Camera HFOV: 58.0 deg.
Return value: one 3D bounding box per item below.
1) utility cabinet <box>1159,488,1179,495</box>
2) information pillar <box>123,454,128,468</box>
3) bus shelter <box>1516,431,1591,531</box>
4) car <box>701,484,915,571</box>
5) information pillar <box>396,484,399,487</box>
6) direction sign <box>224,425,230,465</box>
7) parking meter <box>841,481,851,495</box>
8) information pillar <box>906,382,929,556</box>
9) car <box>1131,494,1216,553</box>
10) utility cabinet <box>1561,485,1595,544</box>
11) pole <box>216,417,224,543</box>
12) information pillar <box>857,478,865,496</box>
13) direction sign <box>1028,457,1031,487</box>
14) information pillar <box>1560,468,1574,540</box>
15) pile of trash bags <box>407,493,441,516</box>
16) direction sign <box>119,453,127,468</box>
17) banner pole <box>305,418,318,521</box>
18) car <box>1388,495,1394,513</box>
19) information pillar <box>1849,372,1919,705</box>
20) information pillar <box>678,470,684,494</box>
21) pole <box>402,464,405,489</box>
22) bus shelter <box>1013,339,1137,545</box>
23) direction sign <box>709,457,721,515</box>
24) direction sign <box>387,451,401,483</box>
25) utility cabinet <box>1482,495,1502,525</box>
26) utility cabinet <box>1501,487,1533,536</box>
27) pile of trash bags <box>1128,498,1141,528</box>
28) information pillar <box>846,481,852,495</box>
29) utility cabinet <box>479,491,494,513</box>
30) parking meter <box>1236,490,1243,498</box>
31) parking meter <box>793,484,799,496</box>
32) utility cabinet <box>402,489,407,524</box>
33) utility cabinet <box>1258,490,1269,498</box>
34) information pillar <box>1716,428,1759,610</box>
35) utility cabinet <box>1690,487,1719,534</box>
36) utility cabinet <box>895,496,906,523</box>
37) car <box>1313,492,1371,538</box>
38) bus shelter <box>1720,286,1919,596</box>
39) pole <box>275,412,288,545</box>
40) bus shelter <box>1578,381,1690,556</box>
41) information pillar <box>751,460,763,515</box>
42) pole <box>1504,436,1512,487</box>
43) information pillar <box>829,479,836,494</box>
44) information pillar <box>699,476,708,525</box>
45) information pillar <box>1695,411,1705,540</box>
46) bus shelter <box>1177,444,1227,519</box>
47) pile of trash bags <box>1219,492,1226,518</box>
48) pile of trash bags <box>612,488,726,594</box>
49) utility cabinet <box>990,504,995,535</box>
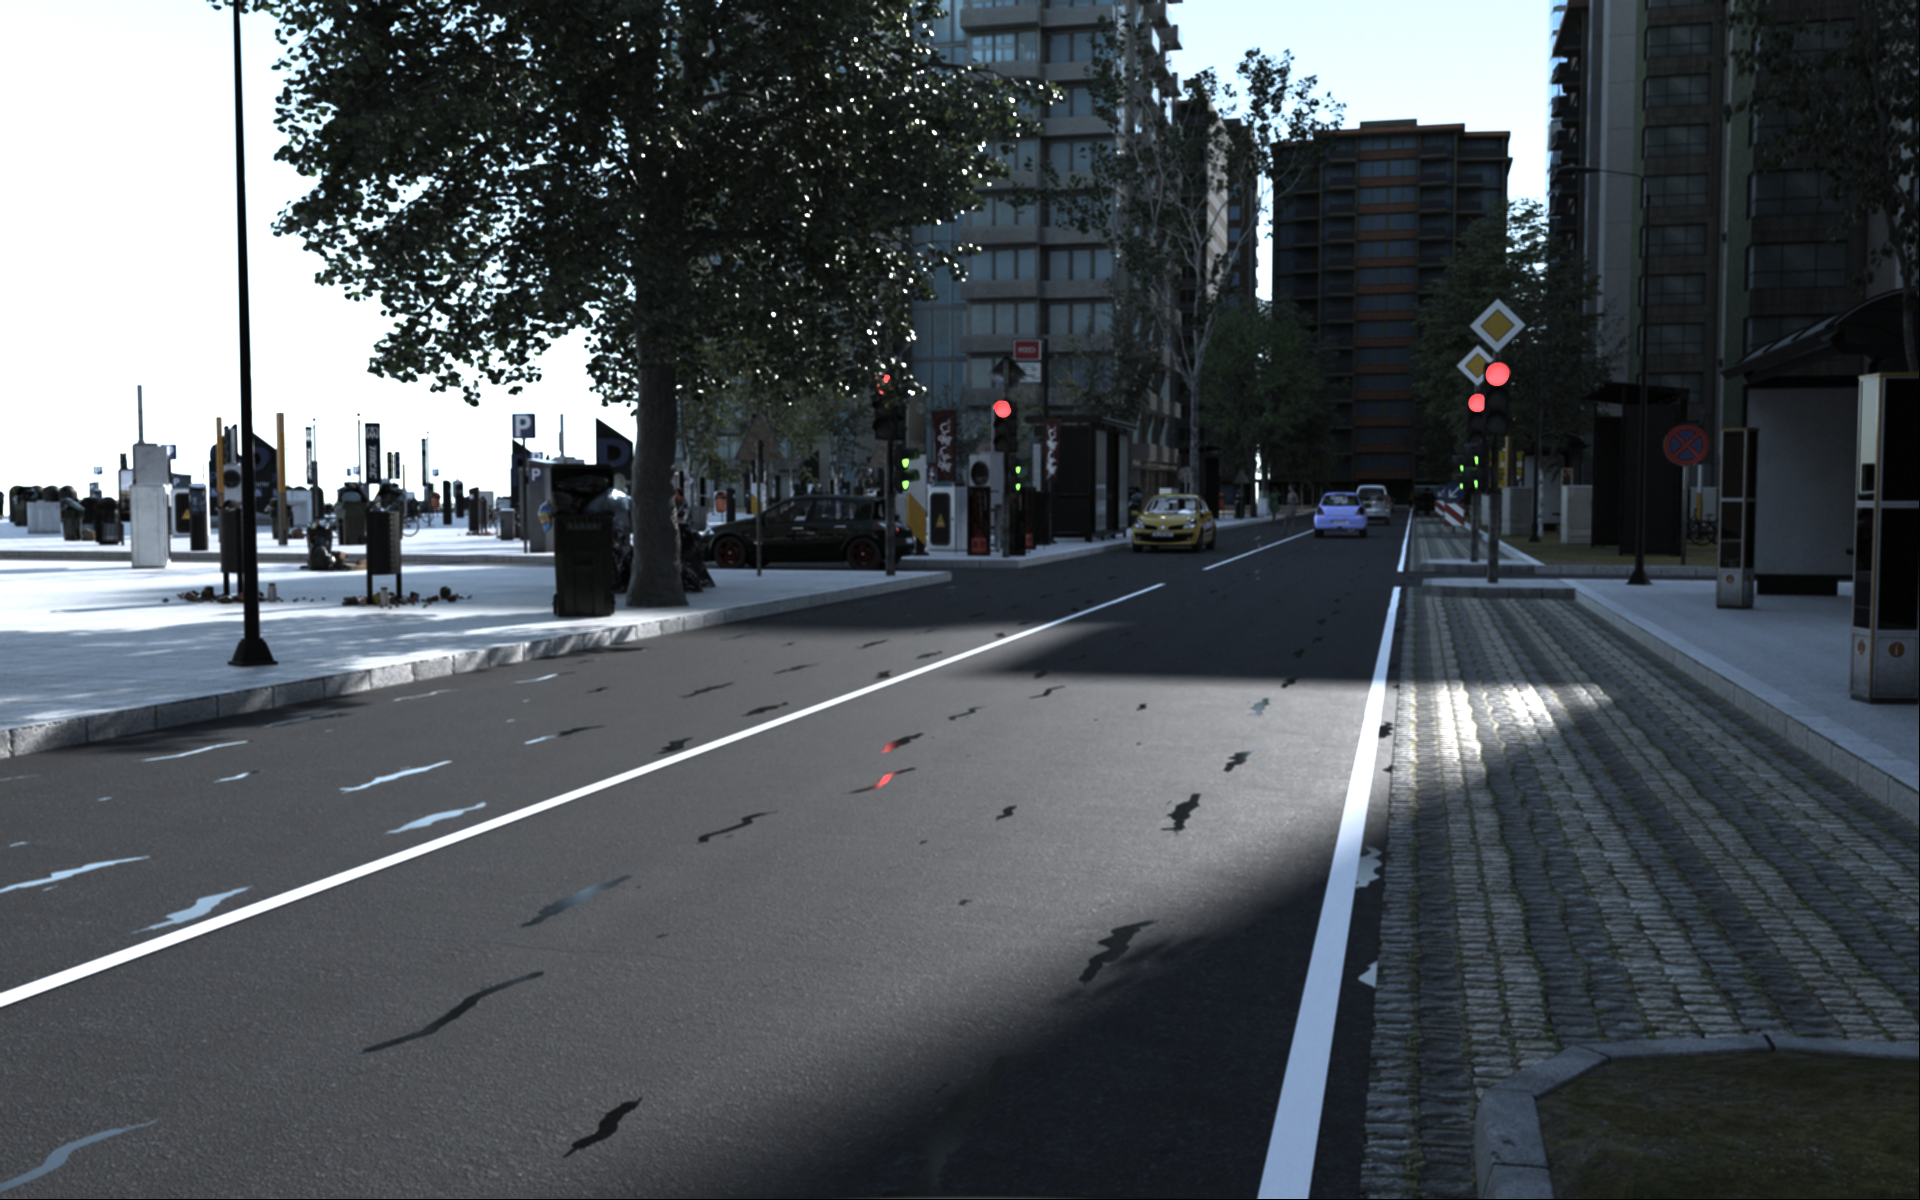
[{"bbox_3d":[7.664,-3.351,63.472,0.318,1.500,1.173,-1,4,-16],"label":"utility cabinet"},{"bbox_3d":[-48.559,-6.691,100.754,0.504,3.616,0.183,3,4,37],"label":"information pillar"},{"bbox_3d":[19.736,-3.910,57.860,2.014,3.302,5.546,1,4,15],"label":"bus shelter"},{"bbox_3d":[-2.944,-1.418,32.963,4.222,1.686,2.009,1,4,13],"label":"car"},{"bbox_3d":[-39.660,-7.189,122.033,0.304,2.012,0.304,-1,4,-9],"label":"information pillar"},{"bbox_3d":[-24.258,-3.998,57.364,0.379,3.537,0.876,-2,4,-31],"label":"direction sign"},{"bbox_3d":[-5.066,-4.346,76.771,0.399,1.863,0.255,1,4,10],"label":"parking meter"},{"bbox_3d":[-0.900,-2.739,36.139,0.504,3.616,0.183,-3,5,-41],"label":"information pillar"},{"bbox_3d":[5.424,-2.052,43.769,2.015,1.641,3.980,1,4,15],"label":"car"},{"bbox_3d":[15.870,-2.157,43.954,1.173,1.500,0.318,-1,4,-12],"label":"utility cabinet"},{"bbox_3d":[-19.511,-3.171,45.691,0.158,3.312,0.155,0,3,0],"label":"pole"},{"bbox_3d":[-4.664,-4.717,81.618,0.304,2.012,0.304,1,4,11],"label":"information pillar"},{"bbox_3d":[4.371,-7.008,106.581,0.379,3.537,0.876,-1,4,-21],"label":"direction sign"},{"bbox_3d":[17.061,-2.704,48.709,0.304,2.012,0.304,2,4,23],"label":"information pillar"},{"bbox_3d":[-31.596,-5.515,99.917,3.447,1.369,1.912,0,4,7],"label":"pile of trash bags"},{"bbox_3d":[-45.794,-6.292,94.870,0.876,3.537,0.379,3,5,42],"label":"direction sign"},{"bbox_3d":[-21.157,-4.069,56.549,0.401,3.779,0.863,0,4,7],"label":"banner pole"},{"bbox_3d":[33.104,-7.574,136.197,2.083,1.381,4.827,1,4,16],"label":"car"},{"bbox_3d":[5.708,-0.376,10.637,0.304,2.012,0.304,0,4,4],"label":"information pillar"},{"bbox_3d":[-8.319,-2.914,52.137,0.304,2.012,0.304,0,4,-6],"label":"information pillar"},{"bbox_3d":[-37.401,-7.502,116.501,0.158,3.312,0.155,0,3,0],"label":"pole"},{"bbox_3d":[3.087,-4.260,47.279,2.179,5.291,8.768,1,4,15],"label":"bus shelter"},{"bbox_3d":[-15.023,-6.981,106.129,0.379,3.537,0.876,3,5,45],"label":"direction sign"},{"bbox_3d":[-30.075,-6.118,92.030,0.876,3.537,0.379,2,4,24],"label":"direction sign"},{"bbox_3d":[21.972,-3.694,71.564,0.306,1.237,1.020,-1,4,-17],"label":"utility cabinet"},{"bbox_3d":[17.078,-2.715,53.069,1.173,1.500,0.318,-3,4,-39],"label":"utility cabinet"},{"bbox_3d":[6.235,-3.527,67.415,1.912,1.369,3.447,0,4,7],"label":"pile of trash bags"},{"bbox_3d":[-6.182,-5.616,96.318,0.304,2.012,0.304,0,4,4],"label":"information pillar"},{"bbox_3d":[-30.229,-6.203,110.095,1.173,1.500,0.318,0,4,4],"label":"utility cabinet"},{"bbox_3d":[15.935,-5.523,98.704,0.372,1.533,0.369,0,3,0],"label":"parking meter"},{"bbox_3d":[-9.524,-5.772,100.085,0.399,1.863,0.255,3,5,44],"label":"parking meter"},{"bbox_3d":[-23.897,-3.947,73.212,0.318,1.500,1.173,1,4,22],"label":"utility cabinet"},{"bbox_3d":[18.479,-5.917,105.424,0.318,1.500,1.173,2,4,28],"label":"utility cabinet"},{"bbox_3d":[8.691,-0.910,19.368,0.304,2.012,0.304,-3,5,-43],"label":"information pillar"},{"bbox_3d":[23.727,-2.864,55.503,0.318,1.500,1.173,-3,4,-39],"label":"utility cabinet"},{"bbox_3d":[-1.592,-1.947,42.998,0.306,1.237,1.020,-1,4,-15],"label":"utility cabinet"},{"bbox_3d":[12.829,-2.976,58.250,1.945,1.707,3.694,1,4,14],"label":"car"},{"bbox_3d":[10.068,-1.564,19.492,2.014,3.302,5.546,1,4,15],"label":"bus shelter"},{"bbox_3d":[-16.928,-3.019,43.209,0.158,3.312,0.155,0,3,0],"label":"pole"},{"bbox_3d":[14.990,-2.905,38.772,1.731,3.624,6.357,1,4,15],"label":"bus shelter"},{"bbox_3d":[-8.122,-4.770,69.336,0.504,3.616,0.183,0,4,0],"label":"information pillar"},{"bbox_3d":[19.278,-4.105,60.965,0.158,3.312,0.155,0,3,0],"label":"pole"},{"bbox_3d":[-6.105,-4.825,83.386,0.304,2.012,0.304,1,4,16],"label":"information pillar"},{"bbox_3d":[-10.621,-4.111,71.705,0.304,2.012,0.304,0,4,3],"label":"information pillar"},{"bbox_3d":[20.776,-3.500,48.579,0.183,3.616,0.504,2,4,30],"label":"information pillar"},{"bbox_3d":[11.876,-5.727,84.912,1.731,3.624,6.357,1,4,15],"label":"bus shelter"},{"bbox_3d":[13.202,-5.154,94.013,1.912,1.369,3.447,-2,4,-32],"label":"pile of trash bags"},{"bbox_3d":[-4.284,-0.865,23.896,1.912,1.369,3.447,0,4,1],"label":"pile of trash bags"},{"bbox_3d":[1.018,-2.615,53.918,1.020,1.237,0.306,-1,4,-20],"label":"utility cabinet"}]
